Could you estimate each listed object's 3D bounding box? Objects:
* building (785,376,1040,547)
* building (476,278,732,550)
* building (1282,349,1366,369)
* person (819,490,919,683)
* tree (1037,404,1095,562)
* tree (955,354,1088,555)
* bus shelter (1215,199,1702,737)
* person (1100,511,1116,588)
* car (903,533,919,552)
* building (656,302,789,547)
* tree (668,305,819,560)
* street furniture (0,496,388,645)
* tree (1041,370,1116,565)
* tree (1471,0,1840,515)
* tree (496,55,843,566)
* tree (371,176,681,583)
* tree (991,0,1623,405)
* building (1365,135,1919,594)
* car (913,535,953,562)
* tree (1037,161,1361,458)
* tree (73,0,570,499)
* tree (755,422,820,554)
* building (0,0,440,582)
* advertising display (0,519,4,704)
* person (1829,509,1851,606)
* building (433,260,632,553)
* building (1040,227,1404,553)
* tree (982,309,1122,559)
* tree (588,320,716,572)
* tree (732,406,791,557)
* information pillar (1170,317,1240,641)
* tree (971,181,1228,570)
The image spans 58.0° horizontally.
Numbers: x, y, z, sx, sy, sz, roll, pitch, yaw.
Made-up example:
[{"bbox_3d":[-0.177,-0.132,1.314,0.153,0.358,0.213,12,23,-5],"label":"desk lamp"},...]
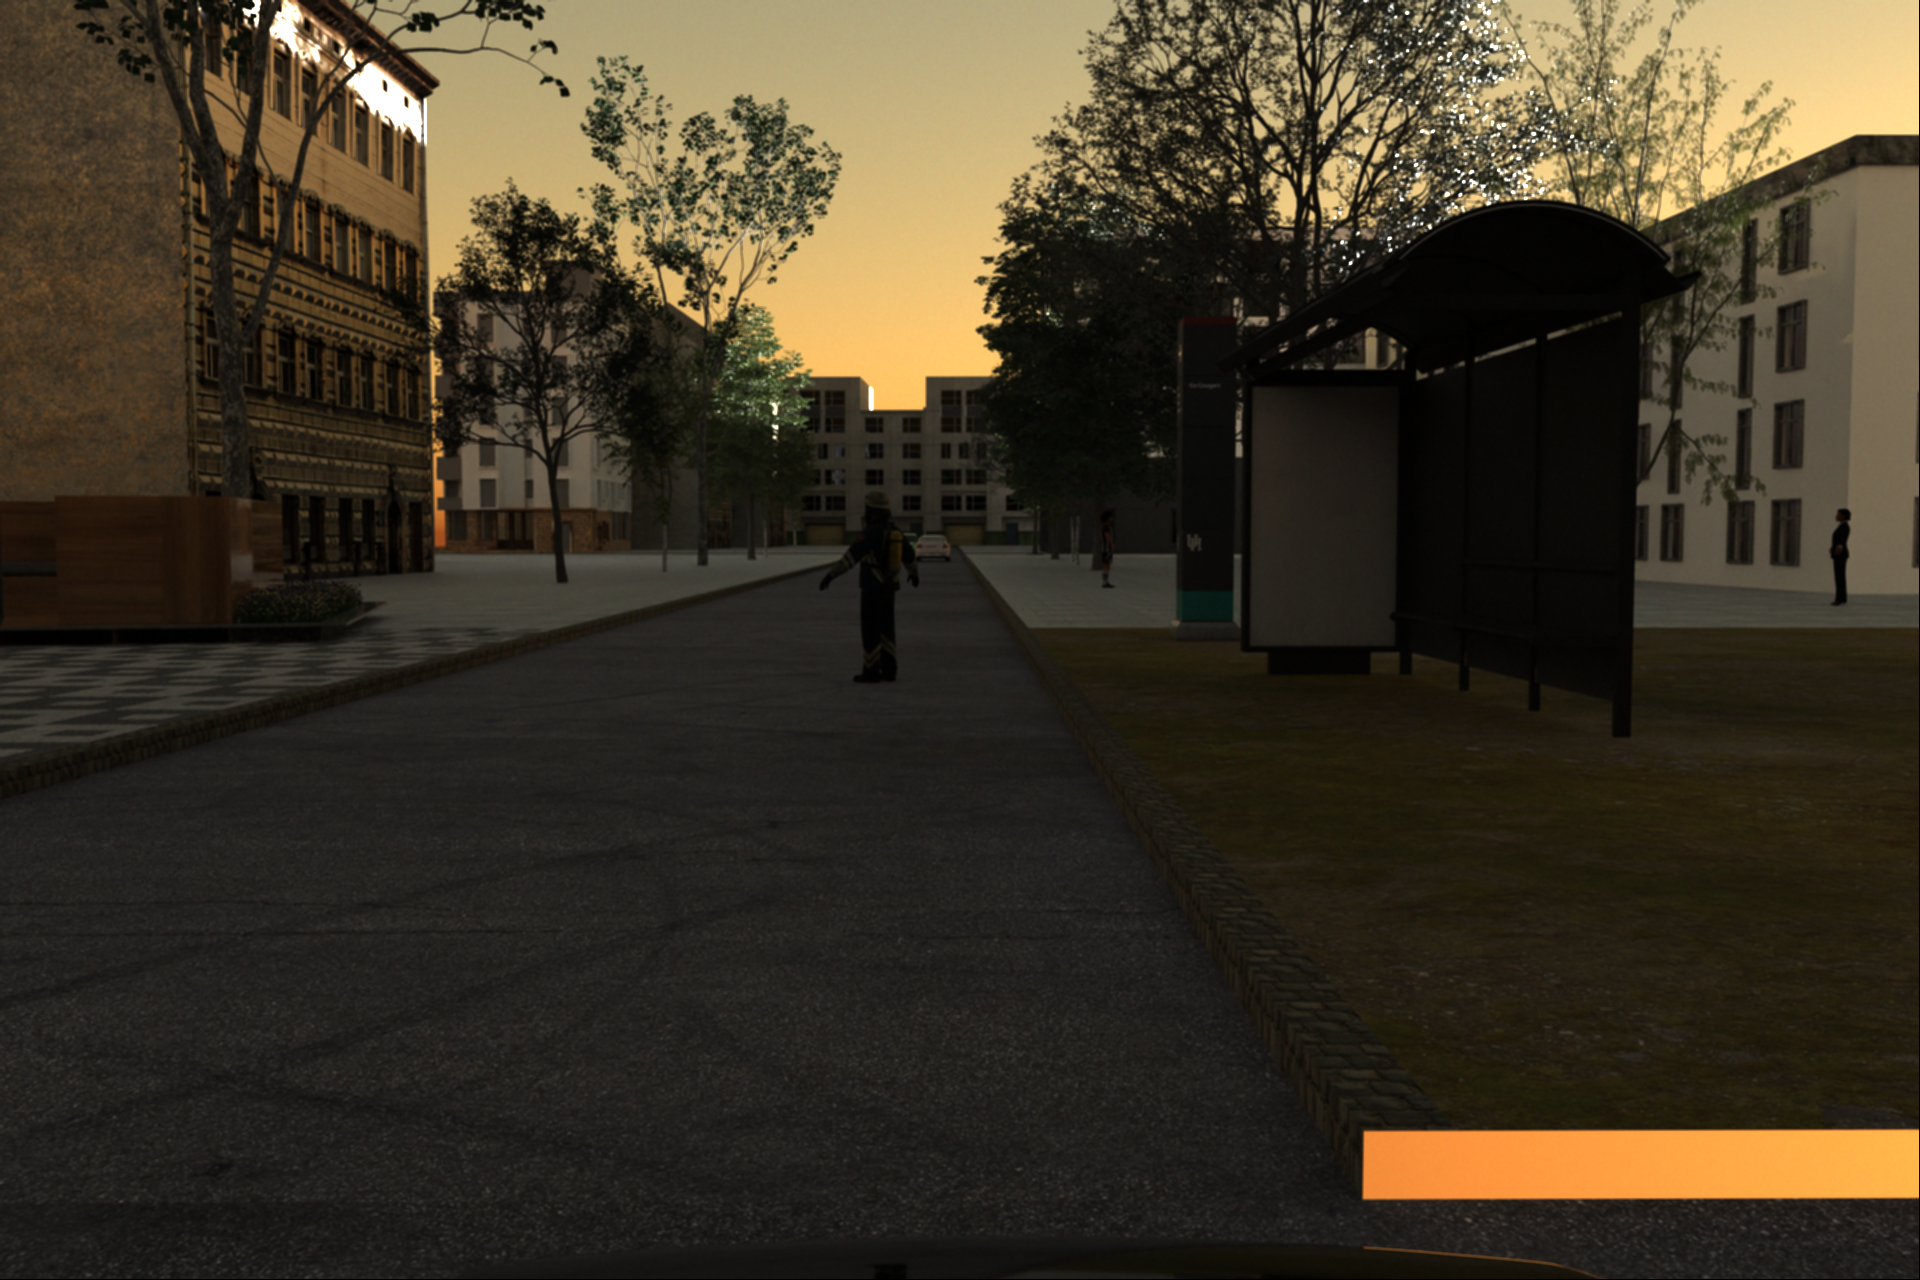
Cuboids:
[{"bbox_3d":[-3.524,-20.326,201.242,31.486,18.905,16.747,0,4,2],"label":"building"},{"bbox_3d":[-30.609,-19.609,151.529,19.493,23.208,18.063,0,4,0],"label":"building"},{"bbox_3d":[19.702,-8.367,78.941,9.099,9.664,28.070,0,4,0],"label":"building"},{"bbox_3d":[-0.814,-0.525,16.812,0.705,1.856,1.354,3,5,40],"label":"person"},{"bbox_3d":[5.262,-7.876,79.139,4.360,8.622,3.978,0,3,0],"label":"tree"},{"bbox_3d":[4.782,-12.055,107.474,12.009,13.543,11.850,0,3,0],"label":"tree"},{"bbox_3d":[3.416,-1.184,13.277,2.014,3.302,5.546,0,4,-1],"label":"bus shelter"},{"bbox_3d":[3.550,-2.162,41.497,0.704,1.843,1.345,0,4,-1],"label":"person"},{"bbox_3d":[-3.318,-5.997,106.849,1.959,1.807,4.718,0,4,-1],"label":"car"},{"bbox_3d":[-27.671,-20.965,173.705,19.493,23.208,18.063,0,4,0],"label":"building"},{"bbox_3d":[-10.879,-10.298,86.500,7.486,12.596,7.792,0,3,0],"label":"tree"},{"bbox_3d":[-10.465,-1.017,23.477,9.812,1.723,11.010,-1,4,-14],"label":"street furniture"},{"bbox_3d":[4.874,-7.395,71.276,4.737,8.622,4.395,0,3,0],"label":"tree"},{"bbox_3d":[8.364,-4.371,21.826,4.360,8.622,3.978,0,3,0],"label":"tree"},{"bbox_3d":[-11.831,-13.119,70.379,12.611,20.169,13.585,0,3,0],"label":"tree"},{"bbox_3d":[-10.832,-6.801,45.616,7.601,10.594,8.767,1,4,19],"label":"tree"},{"bbox_3d":[5.700,-7.256,29.012,12.009,13.543,11.850,0,3,0],"label":"tree"},{"bbox_3d":[19.532,-6.636,50.641,9.099,9.664,28.070,0,4,0],"label":"building"},{"bbox_3d":[-1.430,-4.833,91.383,2.083,1.381,4.827,0,3,0],"label":"car"},{"bbox_3d":[5.907,-6.676,43.563,8.767,10.594,7.601,-2,4,-27],"label":"tree"},{"bbox_3d":[-10.021,-10.224,23.045,12.611,20.169,13.585,0,3,0],"label":"tree"},{"bbox_3d":[-10.665,-9.737,109.559,4.737,8.622,4.395,0,3,0],"label":"tree"},{"bbox_3d":[-27.180,-13.347,49.145,19.493,23.208,18.063,0,4,0],"label":"building"},{"bbox_3d":[-7.285,-0.452,12.598,0.123,1.923,0.974,0,4,-1],"label":"advertising display"},{"bbox_3d":[15.774,-1.496,31.185,0.721,1.740,1.216,1,4,22],"label":"person"},{"bbox_3d":[-30.389,-16.184,121.029,16.016,20.090,11.380,0,4,0],"label":"building"},{"bbox_3d":[19.877,-17.600,131.738,27.936,21.610,32.646,0,4,0],"label":"building"},{"bbox_3d":[4.957,-10.345,87.264,7.486,12.596,7.792,0,3,0],"label":"tree"},{"bbox_3d":[-10.274,-6.627,58.709,4.737,8.622,4.395,0,3,0],"label":"tree"},{"bbox_3d":[-10.620,-8.877,95.509,4.360,8.622,3.978,0,3,0],"label":"tree"},{"bbox_3d":[2.977,-1.934,21.002,0.750,3.857,0.750,0,4,1],"label":"information pillar"},{"bbox_3d":[4.892,-9.429,60.825,9.857,13.997,8.962,0,3,0],"label":"tree"}]
